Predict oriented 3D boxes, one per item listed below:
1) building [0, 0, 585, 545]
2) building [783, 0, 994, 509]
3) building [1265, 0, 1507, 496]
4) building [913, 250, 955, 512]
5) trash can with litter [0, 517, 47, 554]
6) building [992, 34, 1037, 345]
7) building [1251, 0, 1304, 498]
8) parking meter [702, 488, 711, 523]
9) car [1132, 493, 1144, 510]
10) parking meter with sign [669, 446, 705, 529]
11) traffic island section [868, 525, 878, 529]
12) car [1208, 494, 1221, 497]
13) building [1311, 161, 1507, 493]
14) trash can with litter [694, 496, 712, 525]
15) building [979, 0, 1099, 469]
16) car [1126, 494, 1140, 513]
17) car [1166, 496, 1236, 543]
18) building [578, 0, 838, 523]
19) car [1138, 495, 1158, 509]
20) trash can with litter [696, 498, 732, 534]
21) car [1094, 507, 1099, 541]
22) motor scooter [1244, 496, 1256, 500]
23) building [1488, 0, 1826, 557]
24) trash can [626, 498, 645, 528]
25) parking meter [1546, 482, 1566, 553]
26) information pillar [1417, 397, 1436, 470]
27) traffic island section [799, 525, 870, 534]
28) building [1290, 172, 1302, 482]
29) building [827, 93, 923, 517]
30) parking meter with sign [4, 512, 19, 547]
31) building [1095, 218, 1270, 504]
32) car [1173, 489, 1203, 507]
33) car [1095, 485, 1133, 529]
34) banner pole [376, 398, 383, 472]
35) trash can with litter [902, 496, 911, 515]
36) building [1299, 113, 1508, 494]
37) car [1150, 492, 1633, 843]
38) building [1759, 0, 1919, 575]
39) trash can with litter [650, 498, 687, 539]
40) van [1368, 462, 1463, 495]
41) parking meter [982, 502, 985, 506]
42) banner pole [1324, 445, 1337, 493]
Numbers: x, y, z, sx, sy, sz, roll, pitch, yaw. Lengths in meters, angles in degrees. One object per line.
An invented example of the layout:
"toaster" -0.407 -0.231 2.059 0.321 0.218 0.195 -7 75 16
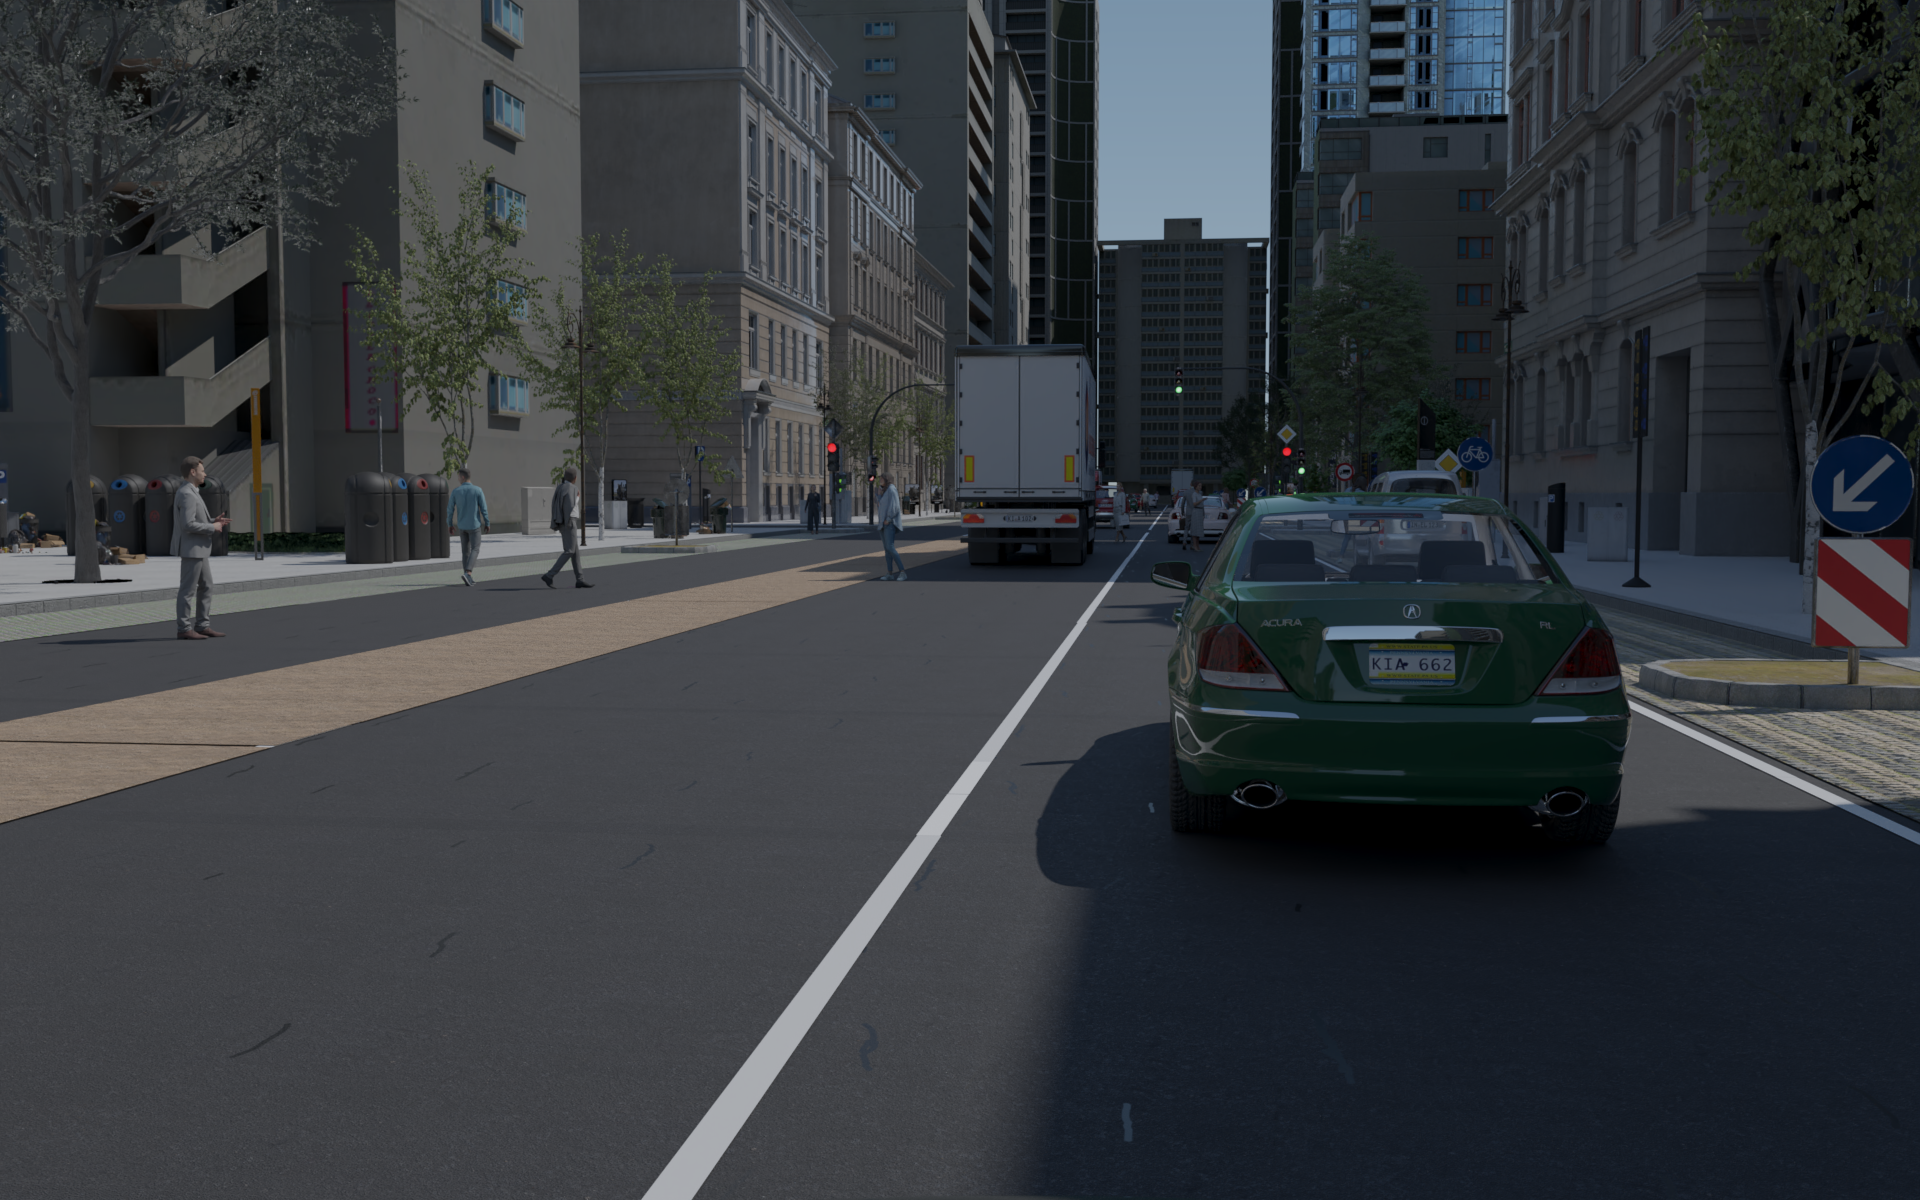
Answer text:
"building" -25.518 -26.256 52.986 21.600 48.544 21.300 0 4 7
"building" -8.636 -32.704 158.410 21.300 48.544 21.600 0 4 7
"building" 58.105 -56.474 236.027 31.000 86.520 22.319 0 4 7
"building" -7.493 -18.047 131.220 11.583 22.565 21.152 0 4 7
"trash can with litter" -20.918 -1.653 38.086 1.678 1.210 2.233 -1 4 -21
"building" -5.777 -37.773 206.820 27.495 52.752 28.713 0 4 7
"building" 45.119 -46.807 203.547 20.563 71.187 20.611 0 4 7
"parking meter" -11.008 -4.089 75.259 0.372 1.533 0.369 0 3 0
"car" 16.079 -9.239 160.091 2.155 1.783 4.494 0 4 7
"parking meter with sign" -10.172 -4.087 63.086 1.738 3.016 0.543 2 4 24
"traffic island section" -3.699 -3.040 71.980 2.009 0.180 2.903 0 4 7
"car" 27.592 -10.937 187.610 1.959 1.807 4.718 1 4 8
"building" 36.713 -15.959 105.975 27.650 21.520 28.899 0 4 7
"trash can with litter" -10.811 -3.814 73.421 1.678 1.210 2.233 0 4 -8
"building" 8.605 -49.157 241.965 20.611 71.187 20.563 0 4 7
"car" 12.903 -7.509 134.564 2.131 1.459 4.920 0 4 6
"car" 7.169 -2.403 51.651 2.083 1.381 4.827 1 4 9
"building" -14.477 -18.337 85.708 13.634 28.700 20.117 0 4 7
"car" 18.722 -9.819 172.901 2.083 1.381 4.827 0 4 8
"trash can with litter" -7.869 -2.686 55.297 1.055 1.170 0.624 -3 5 -41
"car" 2.976 -2.372 50.579 2.131 1.459 4.920 0 4 7
"motor scooter" 18.788 -6.062 111.889 0.815 1.314 1.986 0 4 7
"building" 22.676 -15.759 45.057 14.401 28.519 23.554 0 4 7
"trash can" -12.205 -3.275 65.192 0.748 1.137 0.748 0 3 0
"parking meter" 13.003 -1.797 37.788 0.372 1.533 0.369 0 3 0
"information pillar" 11.320 -3.106 42.131 0.504 3.616 0.183 -1 4 -21
"traffic island section" -4.686 -2.555 64.056 2.009 0.180 2.903 0 4 7
"building" 36.997 -23.561 156.920 14.160 30.474 14.107 0 4 7
"building" -10.214 -19.006 108.018 12.463 27.353 25.104 0 4 7
"parking meter with sign" -23.703 -2.821 42.392 1.738 3.016 0.543 2 4 31
"building" 31.551 -33.934 246.704 23.993 40.220 32.217 0 4 7
"car" 17.585 -7.648 133.711 2.281 1.827 5.304 1 4 8
"car" 6.211 -3.974 73.648 2.281 1.827 5.304 0 4 5
"banner pole" -15.251 -3.400 45.613 0.401 3.779 0.863 -1 4 -13
"trash can with litter" -3.268 -5.859 107.182 0.624 1.170 1.055 -1 4 -10
"building" 34.573 -22.259 135.642 14.160 30.474 14.107 0 4 7
"car" 1.996 0.193 8.638 2.131 1.459 4.920 1 4 8
"building" 21.243 -9.635 24.977 16.820 18.784 16.811 0 4 7
"trash can with litter" -8.371 -2.355 49.892 1.055 1.170 0.624 1 4 18
"van" 8.224 -1.517 31.815 2.013 2.044 4.112 0 4 7
"parking meter" 1.950 -7.982 136.211 0.399 1.863 0.255 -3 5 -41
"banner pole" 18.242 -5.844 85.565 0.863 3.779 0.401 3 5 40
